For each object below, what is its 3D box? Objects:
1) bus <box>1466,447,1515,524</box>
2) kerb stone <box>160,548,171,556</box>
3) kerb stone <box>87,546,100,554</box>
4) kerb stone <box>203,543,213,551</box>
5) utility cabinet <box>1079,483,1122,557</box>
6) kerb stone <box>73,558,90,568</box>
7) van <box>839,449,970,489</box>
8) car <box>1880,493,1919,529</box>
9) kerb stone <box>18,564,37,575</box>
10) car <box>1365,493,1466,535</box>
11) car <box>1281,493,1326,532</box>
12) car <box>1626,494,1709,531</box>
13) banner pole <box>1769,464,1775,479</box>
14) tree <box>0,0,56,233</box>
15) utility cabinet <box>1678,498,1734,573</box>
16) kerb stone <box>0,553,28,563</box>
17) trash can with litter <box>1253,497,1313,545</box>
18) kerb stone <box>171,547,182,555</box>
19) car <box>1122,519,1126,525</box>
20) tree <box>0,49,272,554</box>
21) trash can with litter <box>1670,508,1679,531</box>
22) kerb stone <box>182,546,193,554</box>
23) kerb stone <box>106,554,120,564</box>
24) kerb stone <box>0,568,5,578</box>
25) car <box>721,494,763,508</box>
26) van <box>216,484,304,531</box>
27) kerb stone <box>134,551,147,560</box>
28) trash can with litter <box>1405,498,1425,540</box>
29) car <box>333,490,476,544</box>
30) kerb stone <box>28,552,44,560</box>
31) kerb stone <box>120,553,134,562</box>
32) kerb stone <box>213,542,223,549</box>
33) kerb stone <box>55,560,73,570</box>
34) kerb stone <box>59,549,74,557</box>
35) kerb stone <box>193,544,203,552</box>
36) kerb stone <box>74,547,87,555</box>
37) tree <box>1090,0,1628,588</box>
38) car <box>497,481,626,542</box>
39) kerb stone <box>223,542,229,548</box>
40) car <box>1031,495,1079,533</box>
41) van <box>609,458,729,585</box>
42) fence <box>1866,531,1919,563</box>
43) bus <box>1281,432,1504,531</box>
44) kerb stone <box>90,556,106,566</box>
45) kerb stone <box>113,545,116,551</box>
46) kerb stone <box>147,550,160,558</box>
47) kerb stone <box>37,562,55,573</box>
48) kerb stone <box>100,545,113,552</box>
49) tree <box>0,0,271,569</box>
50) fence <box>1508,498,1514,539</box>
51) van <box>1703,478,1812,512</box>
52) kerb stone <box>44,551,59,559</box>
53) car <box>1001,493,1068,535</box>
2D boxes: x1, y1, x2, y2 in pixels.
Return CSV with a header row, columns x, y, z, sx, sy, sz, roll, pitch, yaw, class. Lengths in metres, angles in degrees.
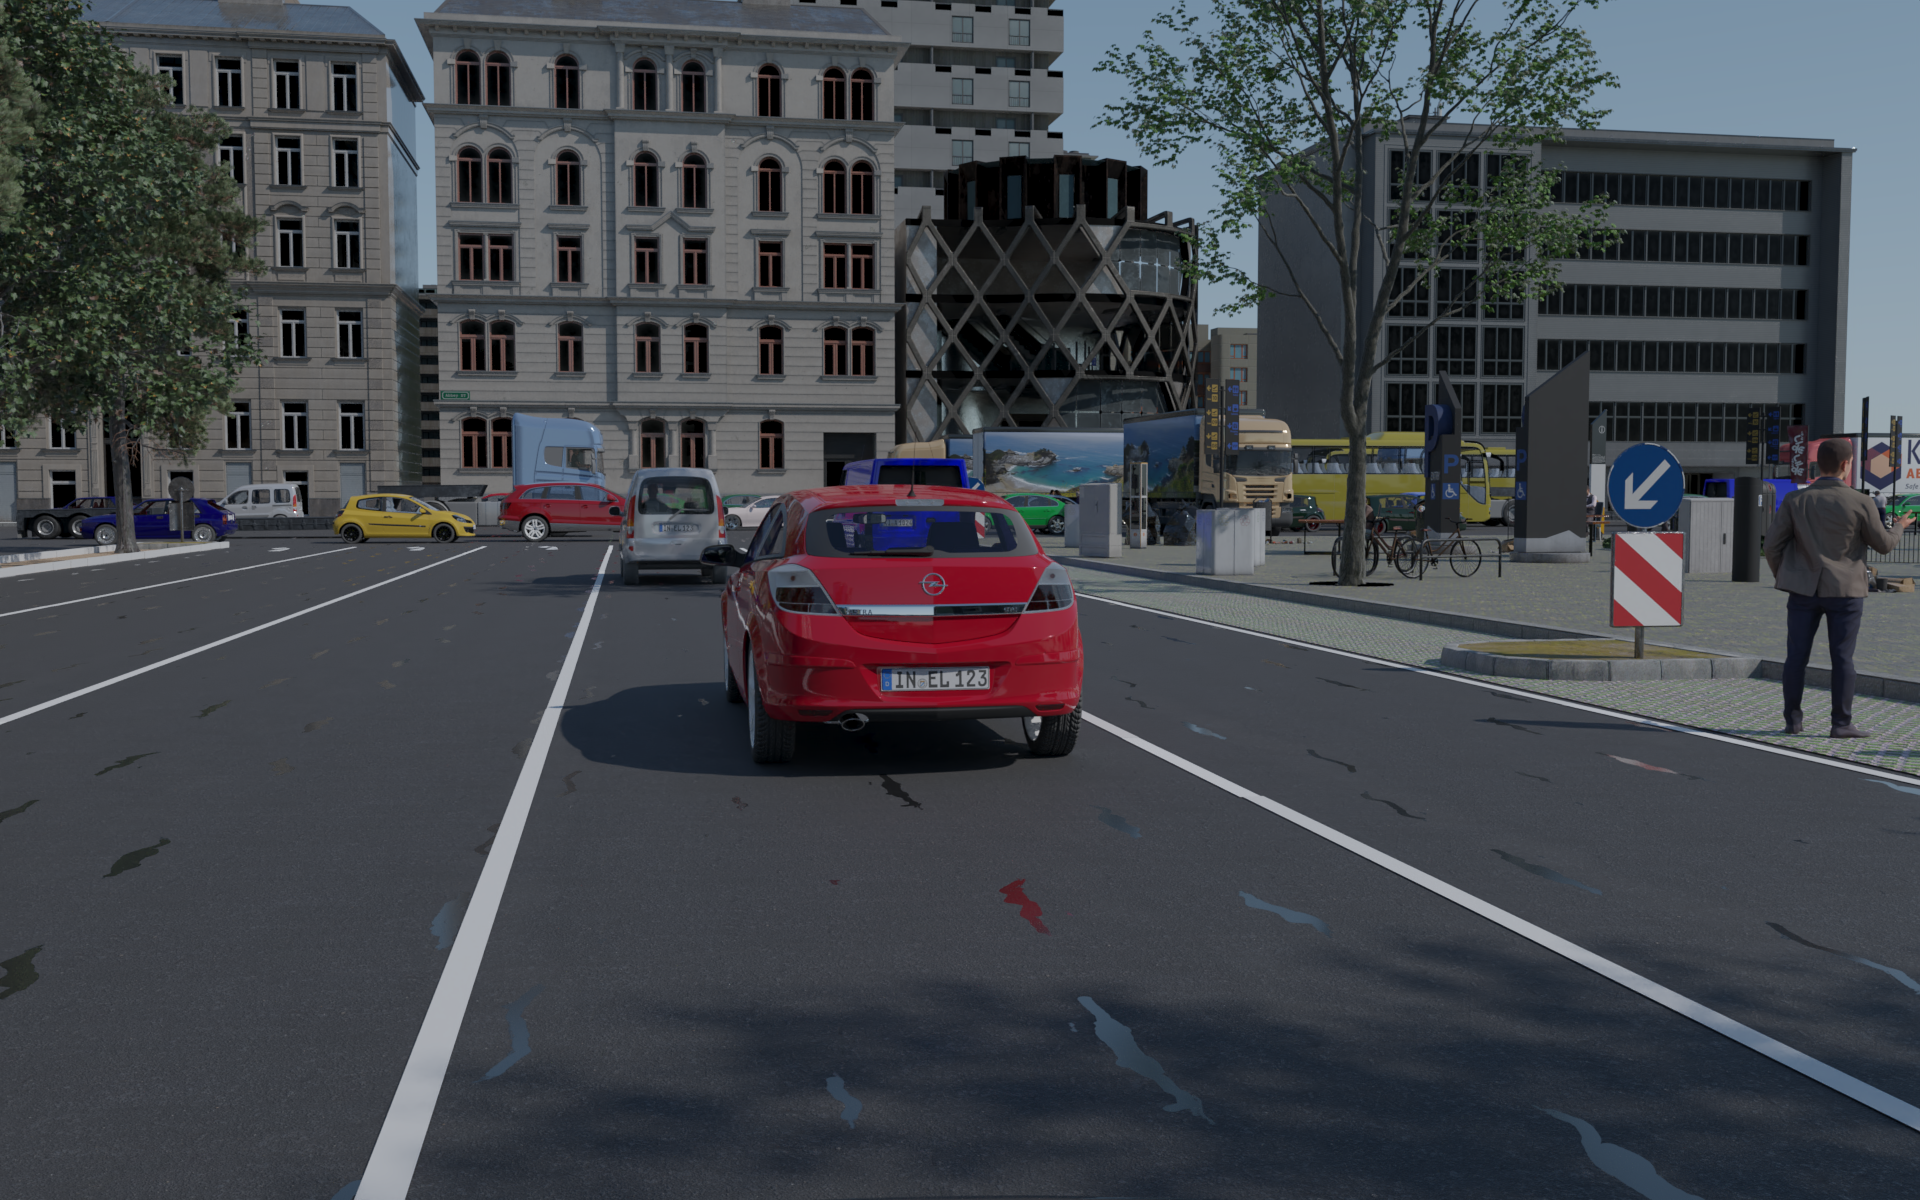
x,y,z,sx,sy,sz,roll,pitch,yaw,class
22.320,-5.614,83.338,12.252,3.916,2.896,-1,4,-9,bus
-18.466,-1.083,39.987,0.120,0.150,1.000,-1,4,-11,kerb stone
-20.910,-1.185,41.563,0.120,0.150,1.000,-1,4,-11,kerb stone
-19.238,-1.335,44.044,0.120,0.150,1.000,-1,4,-11,kerb stone
2.833,-1.617,35.110,0.318,1.500,1.173,-2,4,-27,utility cabinet
-17.313,-0.717,33.922,0.120,0.150,1.000,-1,4,-11,kerb stone
-1.175,-1.675,31.769,2.240,2.365,5.245,-1,4,-12,van
39.255,-3.852,71.778,4.718,1.807,1.959,-1,4,-9,car
-16.734,-0.526,30.883,0.120,0.150,1.000,-1,4,-11,kerb stone
15.416,-3.074,60.044,4.222,1.686,2.009,-1,4,-10,car
11.742,-3.405,65.465,4.222,1.686,2.009,-1,4,-13,car
28.032,-3.348,66.541,4.920,1.459,2.131,-1,4,-12,car
44.428,-6.397,94.615,0.863,3.779,0.401,0,4,-3,banner pole
-16.548,-6.913,22.912,7.806,13.903,7.818,0,3,0,tree
12.265,-1.051,28.350,1.020,1.237,0.306,-1,4,-18,utility cabinet
-19.938,-0.875,36.496,0.120,0.150,1.000,-1,4,-11,kerb stone
8.207,-2.059,44.723,2.233,1.210,1.678,-1,4,-16,trash can with litter
-18.664,-1.150,40.999,0.120,0.150,1.000,-1,4,-11,kerb stone
6.171,-4.385,80.486,4.718,1.807,1.959,-1,4,-12,car
-20.125,-7.141,41.262,6.751,12.117,7.091,0,3,0,tree
13.535,-1.241,31.677,1.055,1.170,0.624,2,4,24,trash can with litter
-18.854,-1.212,42.009,0.120,0.150,1.000,-1,4,-11,kerb stone
-17.694,-0.837,35.942,0.120,0.150,1.000,-1,4,-11,kerb stone
-16.534,-0.462,29.875,0.120,0.150,1.000,-1,4,-11,kerb stone
-8.779,-3.761,73.291,4.920,1.459,2.131,-1,4,-11,car
-28.204,-3.763,68.535,4.112,2.044,2.013,-1,4,-12,van
-18.085,-0.958,37.960,0.120,0.150,1.000,-1,4,-11,kerb stone
12.721,-2.246,48.115,0.624,1.170,1.055,-1,4,-20,trash can with litter
-16.318,-2.490,50.930,3.980,1.641,2.015,-1,4,-10,car
-20.132,-0.937,37.512,0.120,0.150,1.000,-1,4,-11,kerb stone
-17.890,-0.902,36.951,0.120,0.150,1.000,-1,4,-11,kerb stone
-19.434,-1.399,45.066,0.120,0.150,1.000,-1,4,-11,kerb stone
-17.127,-0.651,32.907,0.120,0.150,1.000,-1,4,-11,kerb stone
-20.517,-1.055,39.543,0.120,0.150,1.000,-1,4,-11,kerb stone
-19.049,-1.273,43.033,0.120,0.150,1.000,-1,4,-11,kerb stone
-20.717,-1.121,40.550,0.120,0.150,1.000,-1,4,-11,kerb stone
5.514,-5.994,23.765,9.928,11.665,9.643,0,3,0,tree
-11.394,-2.703,52.873,5.304,1.827,2.281,-1,4,-10,car
-19.626,-1.461,46.085,0.120,0.150,1.000,-1,4,-11,kerb stone
3.607,-3.204,64.387,4.499,1.417,2.014,-1,4,-12,car
-4.826,-1.339,28.904,2.013,2.044,4.112,-1,4,-12,van
15.029,-0.801,28.480,2.069,0.683,0.278,3,5,44,fence
15.290,-4.728,68.852,12.252,3.916,2.896,-1,4,-11,bus
-17.500,-0.779,34.933,0.120,0.150,1.000,-1,4,-11,kerb stone
-21.297,-1.308,43.584,0.120,0.150,1.000,-1,4,-11,kerb stone
-18.267,-1.026,38.978,0.120,0.150,1.000,-1,4,-11,kerb stone
-16.932,-0.589,31.891,0.120,0.150,1.000,-1,4,-11,kerb stone
-21.092,-1.247,42.577,0.120,0.150,1.000,-1,4,-11,kerb stone
-18.171,-6.864,31.696,9.611,12.733,9.660,0,3,0,tree
14.210,-1.970,43.421,0.480,1.192,2.264,0,4,-7,fence
33.084,-4.054,70.674,5.245,2.365,2.240,-1,4,-11,van
-20.332,-0.998,38.531,0.120,0.150,1.000,-1,4,-11,kerb stone
1.947,-3.236,61.703,4.718,1.807,1.959,-1,4,-11,car
